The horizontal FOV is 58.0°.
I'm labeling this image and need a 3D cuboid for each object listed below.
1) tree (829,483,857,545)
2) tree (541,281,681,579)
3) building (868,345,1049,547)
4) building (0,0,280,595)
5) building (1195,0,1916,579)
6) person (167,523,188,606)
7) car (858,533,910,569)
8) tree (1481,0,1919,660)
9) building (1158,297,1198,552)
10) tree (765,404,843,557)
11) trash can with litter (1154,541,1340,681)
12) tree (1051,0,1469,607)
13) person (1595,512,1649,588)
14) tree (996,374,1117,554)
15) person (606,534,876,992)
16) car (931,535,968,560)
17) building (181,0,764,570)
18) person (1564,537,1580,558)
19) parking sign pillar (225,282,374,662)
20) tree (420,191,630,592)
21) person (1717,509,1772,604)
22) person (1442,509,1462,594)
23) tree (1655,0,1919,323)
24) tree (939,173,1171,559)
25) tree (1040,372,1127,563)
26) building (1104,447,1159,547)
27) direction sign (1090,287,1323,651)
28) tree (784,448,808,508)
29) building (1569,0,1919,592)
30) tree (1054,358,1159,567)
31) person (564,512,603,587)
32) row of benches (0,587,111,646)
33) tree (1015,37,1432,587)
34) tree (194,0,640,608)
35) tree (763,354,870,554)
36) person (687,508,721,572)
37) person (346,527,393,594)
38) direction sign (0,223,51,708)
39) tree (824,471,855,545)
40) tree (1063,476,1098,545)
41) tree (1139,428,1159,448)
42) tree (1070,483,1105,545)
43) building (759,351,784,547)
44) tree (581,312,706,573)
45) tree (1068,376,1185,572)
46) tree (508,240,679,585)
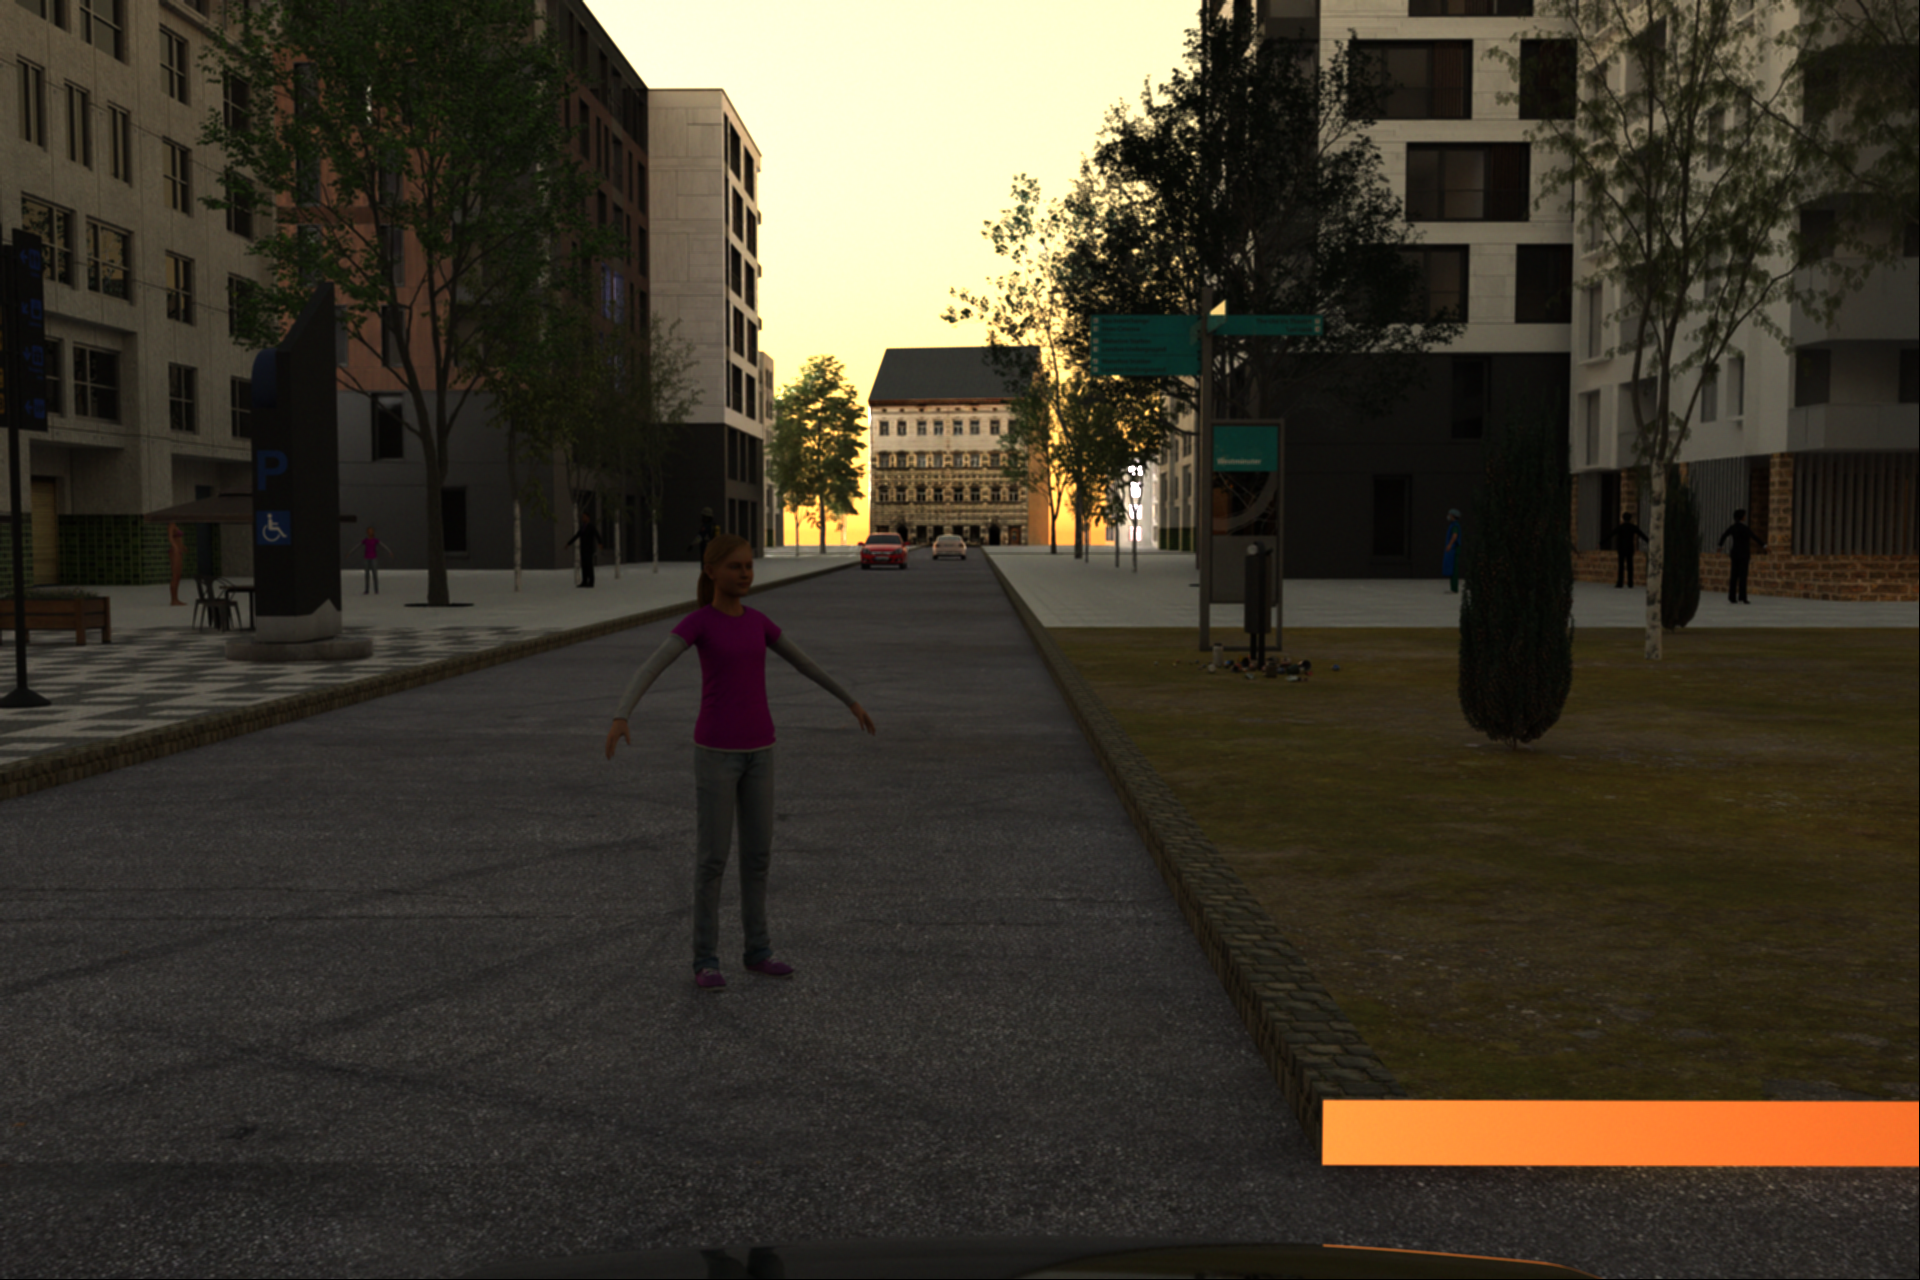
[{"bbox_3d":[-13.177,-15.387,201.939,4.360,8.622,3.978,0,3,0],"label":"tree"},{"bbox_3d":[-9.629,-6.074,49.679,4.360,8.622,3.978,0,3,0],"label":"tree"},{"bbox_3d":[0.284,-22.534,201.823,18.063,23.208,19.493,1,4,10],"label":"building"},{"bbox_3d":[-28.656,-10.353,35.732,16.747,18.905,31.486,0,3,0],"label":"building"},{"bbox_3d":[22.556,-13.509,64.846,27.936,21.610,32.646,0,4,0],"label":"building"},{"bbox_3d":[-14.045,-1.491,31.189,0.721,1.733,1.217,-1,4,-17],"label":"person"},{"bbox_3d":[-3.114,-3.815,71.410,2.155,1.783,4.494,0,3,0],"label":"car"},{"bbox_3d":[6.865,-4.106,17.500,4.360,8.622,3.978,0,3,0],"label":"tree"},{"bbox_3d":[24.763,-16.034,128.616,16.747,18.905,31.486,0,4,1],"label":"building"},{"bbox_3d":[-9.035,-9.018,97.812,4.737,8.622,4.395,0,3,0],"label":"tree"},{"bbox_3d":[2.725,-0.310,16.119,1.678,1.210,2.233,0,4,1],"label":"trash can with litter"},{"bbox_3d":[5.087,-5.860,30.218,7.601,10.594,8.767,0,4,2],"label":"tree"},{"bbox_3d":[15.843,-2.143,41.229,1.347,1.806,0.705,0,4,4],"label":"person"},{"bbox_3d":[6.034,-11.219,109.189,9.928,11.665,9.643,0,3,0],"label":"tree"},{"bbox_3d":[-0.689,0.380,5.505,0.991,1.433,0.599,-3,5,-40],"label":"person"},{"bbox_3d":[-0.601,-5.232,97.898,2.083,1.381,4.827,0,4,0],"label":"car"},{"bbox_3d":[-24.830,-14.304,77.851,27.936,21.610,32.646,0,4,1],"label":"building"},{"bbox_3d":[9.162,-1.311,27.566,1.348,1.813,0.705,1,4,14],"label":"person"},{"bbox_3d":[-6.876,-1.803,17.946,1.447,3.967,1.447,0,3,0],"label":"parking sign pillar"},{"bbox_3d":[-9.527,-5.363,38.049,4.737,8.622,4.395,0,3,0],"label":"tree"},{"bbox_3d":[14.473,-1.547,32.020,0.721,1.740,1.216,-1,4,-22],"label":"person"},{"bbox_3d":[10.540,-1.895,37.108,0.704,1.817,1.347,1,4,17],"label":"person"},{"bbox_3d":[7.942,-3.798,12.454,4.360,8.622,3.978,0,3,0],"label":"tree"},{"bbox_3d":[5.497,-14.395,91.245,12.611,20.169,13.585,0,3,0],"label":"tree"},{"bbox_3d":[5.657,-7.767,77.346,4.737,8.622,4.395,0,3,0],"label":"tree"},{"bbox_3d":[20.100,-14.261,175.307,9.099,9.664,28.070,0,4,1],"label":"building"},{"bbox_3d":[2.685,-1.808,18.328,2.525,3.948,1.411,0,4,-1],"label":"direction sign"},{"bbox_3d":[-21.865,-17.514,196.716,12.009,13.543,11.850,0,3,0],"label":"tree"},{"bbox_3d":[21.666,-11.541,45.121,16.016,20.090,11.380,0,3,0],"label":"building"},{"bbox_3d":[5.863,-7.119,66.753,4.737,8.622,4.395,0,3,0],"label":"tree"},{"bbox_3d":[-9.007,-2.169,41.687,1.346,1.802,0.704,3,4,38],"label":"person"},{"bbox_3d":[-11.898,-0.287,20.152,4.104,0.672,1.422,0,4,2],"label":"row of benches"},{"bbox_3d":[6.344,-8.059,42.128,12.009,13.543,11.850,0,3,0],"label":"tree"},{"bbox_3d":[-9.330,-6.406,30.500,9.928,11.665,9.643,0,3,0],"label":"tree"},{"bbox_3d":[-9.037,-11.712,109.623,7.486,12.596,7.792,0,3,0],"label":"tree"},{"bbox_3d":[-5.546,-1.965,37.908,0.705,1.856,1.354,1,4,20],"label":"person"},{"bbox_3d":[-12.567,-1.690,36.897,0.991,1.433,0.599,0,4,-4],"label":"person"},{"bbox_3d":[-6.996,-1.273,12.819,0.379,3.537,0.876,0,4,1],"label":"direction sign"},{"bbox_3d":[-13.525,-14.951,194.802,4.737,8.622,4.395,0,3,0],"label":"tree"},{"bbox_3d":[14.062,-15.242,199.571,4.737,8.622,4.395,0,3,0],"label":"tree"},{"bbox_3d":[22.930,-17.581,197.824,12.009,13.543,11.850,0,3,0],"label":"tree"},{"bbox_3d":[14.364,-14.965,195.043,4.737,8.622,4.395,0,3,0],"label":"tree"},{"bbox_3d":[-27.329,-18.424,167.689,16.747,18.905,31.486,0,4,1],"label":"building"},{"bbox_3d":[-9.780,-6.503,56.682,4.360,8.622,3.978,0,3,0],"label":"tree"},{"bbox_3d":[5.805,-6.590,58.104,4.737,8.622,4.395,0,3,0],"label":"tree"},{"bbox_3d":[-9.882,-5.726,43.985,4.360,8.622,3.978,0,3,0],"label":"tree"}]
